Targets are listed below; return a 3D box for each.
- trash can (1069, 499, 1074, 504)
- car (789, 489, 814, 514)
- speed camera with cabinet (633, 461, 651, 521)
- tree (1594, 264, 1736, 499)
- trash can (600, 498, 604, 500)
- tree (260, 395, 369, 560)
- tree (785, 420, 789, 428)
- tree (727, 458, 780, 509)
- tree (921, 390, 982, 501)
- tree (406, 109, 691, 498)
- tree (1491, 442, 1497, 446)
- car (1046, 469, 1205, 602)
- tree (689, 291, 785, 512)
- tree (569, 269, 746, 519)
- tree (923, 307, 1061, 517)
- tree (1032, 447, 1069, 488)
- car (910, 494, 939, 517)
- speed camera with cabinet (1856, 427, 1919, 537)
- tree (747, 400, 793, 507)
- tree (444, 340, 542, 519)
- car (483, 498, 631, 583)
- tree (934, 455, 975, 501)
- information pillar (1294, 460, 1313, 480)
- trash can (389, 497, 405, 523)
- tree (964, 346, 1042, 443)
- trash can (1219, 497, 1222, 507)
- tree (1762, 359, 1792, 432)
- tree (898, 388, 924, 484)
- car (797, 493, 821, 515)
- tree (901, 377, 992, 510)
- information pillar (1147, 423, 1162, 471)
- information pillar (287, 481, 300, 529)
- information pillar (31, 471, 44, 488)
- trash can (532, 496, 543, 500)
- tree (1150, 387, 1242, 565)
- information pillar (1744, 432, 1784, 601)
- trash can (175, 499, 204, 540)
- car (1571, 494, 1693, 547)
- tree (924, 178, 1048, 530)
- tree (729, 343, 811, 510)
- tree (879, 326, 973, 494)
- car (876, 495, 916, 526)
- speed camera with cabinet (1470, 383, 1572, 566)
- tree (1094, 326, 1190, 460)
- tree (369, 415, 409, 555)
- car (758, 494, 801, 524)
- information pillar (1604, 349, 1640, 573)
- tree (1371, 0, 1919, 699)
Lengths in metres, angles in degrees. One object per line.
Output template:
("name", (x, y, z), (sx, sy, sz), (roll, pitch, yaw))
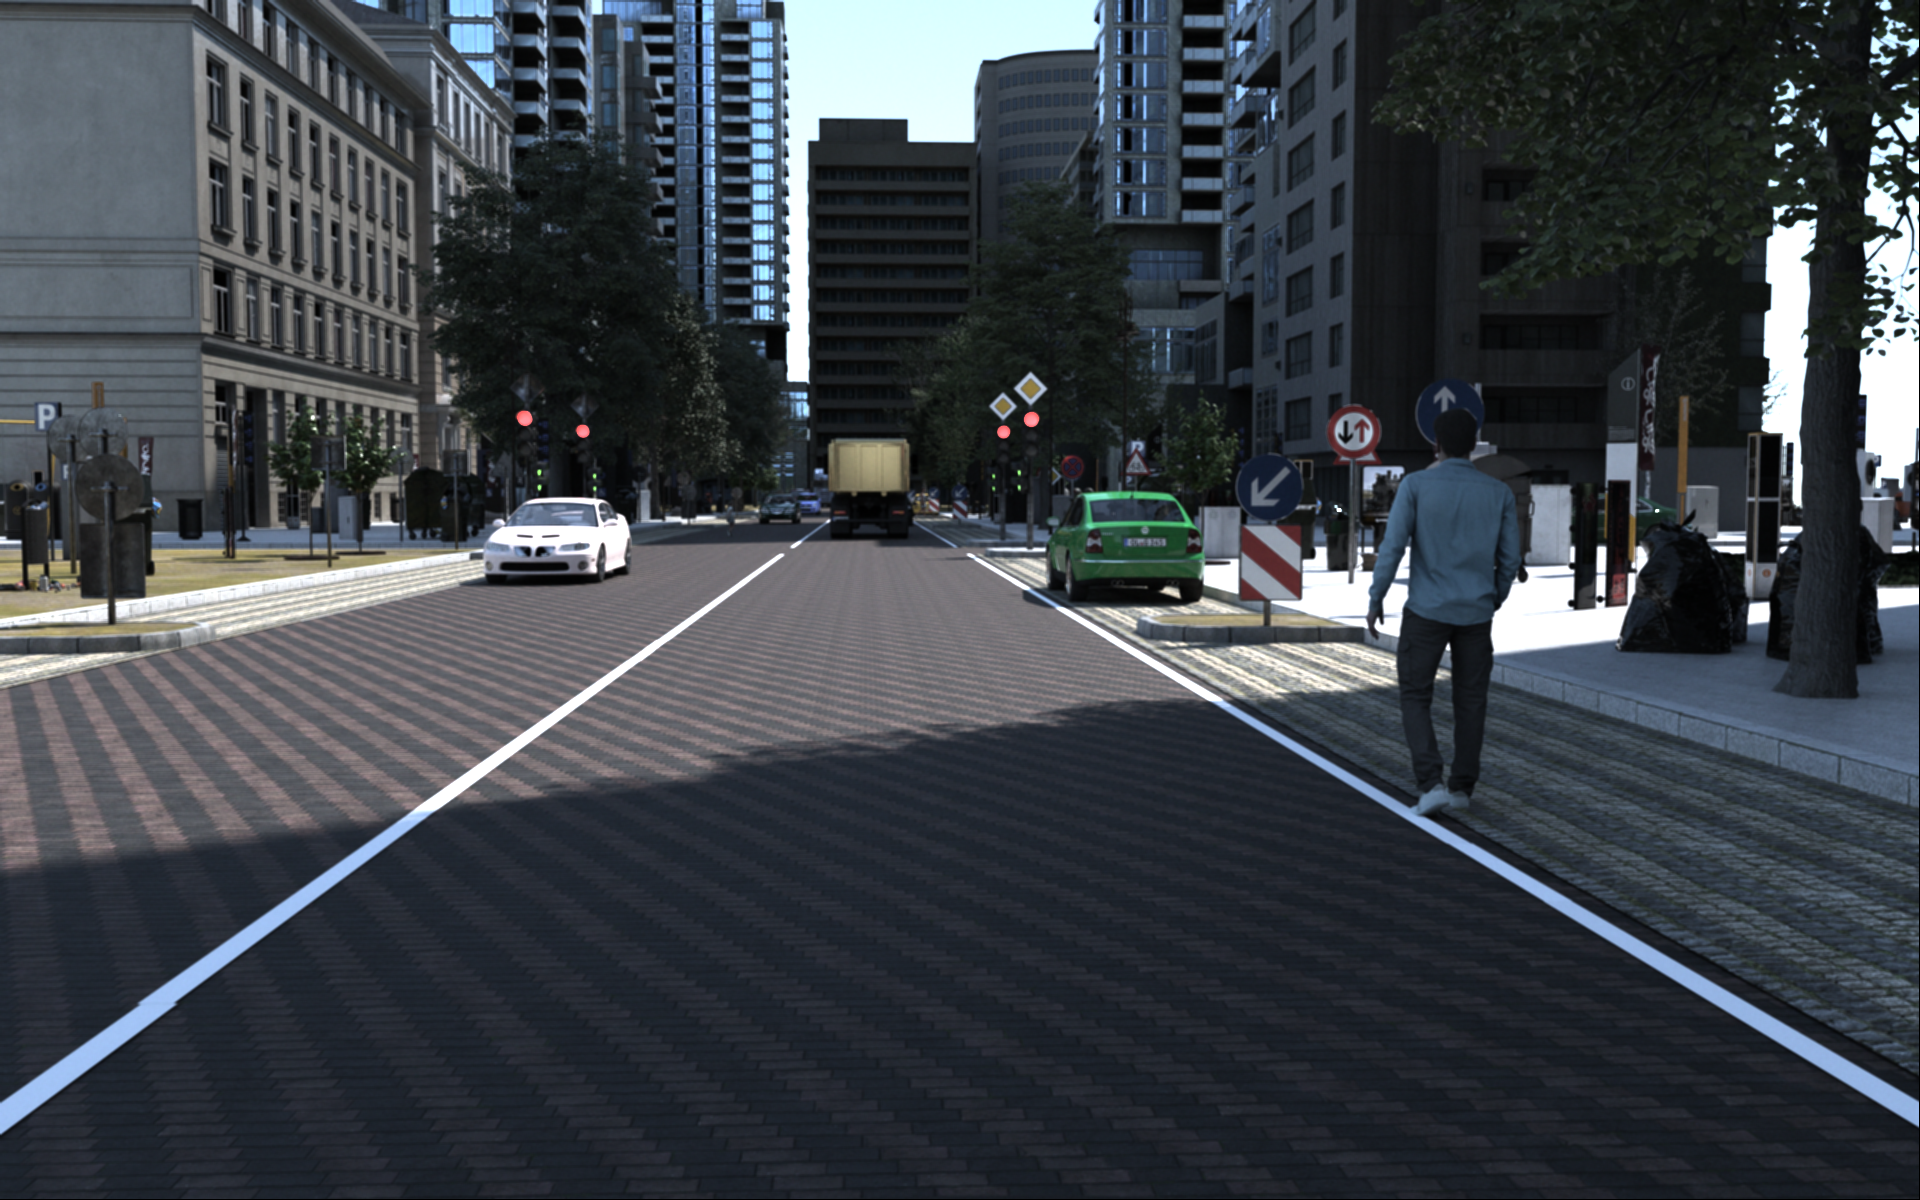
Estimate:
("trash can", (3.602, -2.431, 51.402), (0.748, 1.137, 0.748), (0, 3, 0))
("car", (-11.830, -7.315, 128.268), (2.281, 1.827, 5.304), (0, 4, -5))
("speed camera with cabinet", (-15.595, -5.396, 82.554), (2.038, 3.252, 0.660), (3, 5, 45))
("tree", (22.103, -6.407, 55.123), (4.360, 8.622, 3.978), (0, 3, 0))
("trash can", (-13.166, -3.095, 62.261), (0.748, 1.137, 0.748), (0, 3, 0))
("tree", (-12.876, -2.405, 33.927), (1.663, 3.219, 1.824), (0, 3, 0))
("tree", (-16.940, -13.158, 121.781), (9.857, 13.997, 8.962), (0, 3, 0))
("tree", (-18.759, -10.148, 149.627), (4.285, 4.588, 4.351), (0, 3, 0))
("tree", (-0.263, -10.104, 115.560), (4.737, 8.622, 4.395), (0, 3, 0))
("tree", (-13.901, -9.317, 58.996), (9.857, 13.997, 8.962), (0, 3, 0))
("tree", (16.567, -3.744, 55.813), (1.663, 3.219, 1.824), (0, 3, 0))
("car", (2.249, -0.952, 24.362), (1.959, 1.807, 4.718), (0, 4, -3))
("tree", (-16.487, -12.156, 105.413), (9.857, 13.997, 8.962), (0, 3, 0))
("tree", (-15.778, -10.501, 88.703), (9.611, 12.733, 9.660), (0, 3, 0))
("tree", (1.811, -10.365, 95.224), (9.928, 11.665, 9.643), (0, 3, 0))
("tree", (6.293, -8.302, 119.455), (4.285, 4.588, 4.351), (0, 3, 0))
("car", (-2.262, -5.987, 108.107), (2.015, 1.641, 3.980), (0, 4, -5))
("speed camera with cabinet", (27.642, -3.494, 51.460), (2.038, 3.252, 0.660), (2, 4, 24))
("tree", (-19.923, -14.737, 166.707), (9.928, 11.665, 9.643), (0, 3, 0))
("tree", (-21.146, -7.906, 79.633), (4.737, 8.622, 4.395), (0, 3, 0))
("car", (-6.761, -1.045, 29.443), (2.083, 1.381, 4.827), (0, 4, -2))
("tree", (-0.251, -8.857, 128.528), (4.285, 4.588, 4.351), (0, 3, 0))
("information pillar", (7.409, -2.015, 37.430), (0.304, 2.012, 0.304), (-1, 4, -19))
("trash can", (-25.224, -4.041, 77.722), (0.748, 1.137, 0.748), (0, 3, 0))
("tree", (2.382, -8.202, 84.466), (4.360, 8.622, 3.978), (0, 3, 0))
("trash can", (11.983, -4.146, 79.438), (0.748, 1.137, 0.748), (0, 3, 0))
("tree", (29.968, -7.197, 68.030), (4.737, 8.622, 4.395), (0, 3, 0))
("tree", (-1.920, -14.949, 162.550), (7.486, 12.596, 7.792), (0, 3, 0))
("car", (-10.500, -6.710, 119.297), (1.945, 1.707, 3.694), (0, 4, -2))
("tree", (-0.827, -12.497, 138.734), (7.601, 10.594, 8.767), (1, 4, 19))
("information pillar", (6.422, -4.021, 57.098), (0.504, 3.616, 0.183), (0, 4, -5))
("information pillar", (-24.214, -3.571, 62.877), (0.304, 2.012, 0.304), (2, 4, 34))
("information pillar", (-28.989, -3.057, 54.474), (0.304, 2.012, 0.304), (-3, 4, -37))
("trash can", (-28.285, -6.366, 115.735), (0.748, 1.137, 0.748), (0, 3, 0))
("tree", (4.305, -2.266, 31.655), (1.663, 3.219, 1.824), (0, 3, 0))
("information pillar", (9.661, -0.999, 20.823), (0.304, 2.012, 0.304), (0, 4, 4))
("trash can", (-21.709, -2.275, 48.850), (0.748, 1.137, 0.748), (0, 3, 0))
("car", (16.325, -2.016, 44.752), (4.920, 1.459, 2.131), (0, 4, -4))
("tree", (3.400, -8.824, 62.399), (7.486, 12.596, 7.792), (0, 3, 0))
("tree", (-17.580, -13.953, 138.507), (12.009, 13.543, 11.850), (0, 3, 0))
("tree", (-2.961, -20.640, 193.356), (12.611, 20.169, 13.585), (0, 3, 0))
("car", (-3.016, -4.243, 79.167), (2.009, 1.686, 4.222), (0, 4, -3))
("speed camera with cabinet", (9.929, -2.255, 31.212), (2.038, 3.252, 0.660), (0, 4, -1))
("tree", (7.734, -7.600, 74.615), (4.737, 8.622, 4.395), (0, 3, 0))
("tree", (-12.885, -2.585, 36.870), (1.663, 3.219, 1.824), (0, 3, 0))
("car", (-8.791, -4.465, 84.803), (2.131, 1.459, 4.920), (0, 4, -2))
("information pillar", (10.795, -2.255, 28.217), (0.504, 3.616, 0.183), (3, 4, 38))
("tree", (5.817, -5.678, 10.969), (7.486, 12.596, 7.792), (0, 3, 0))
